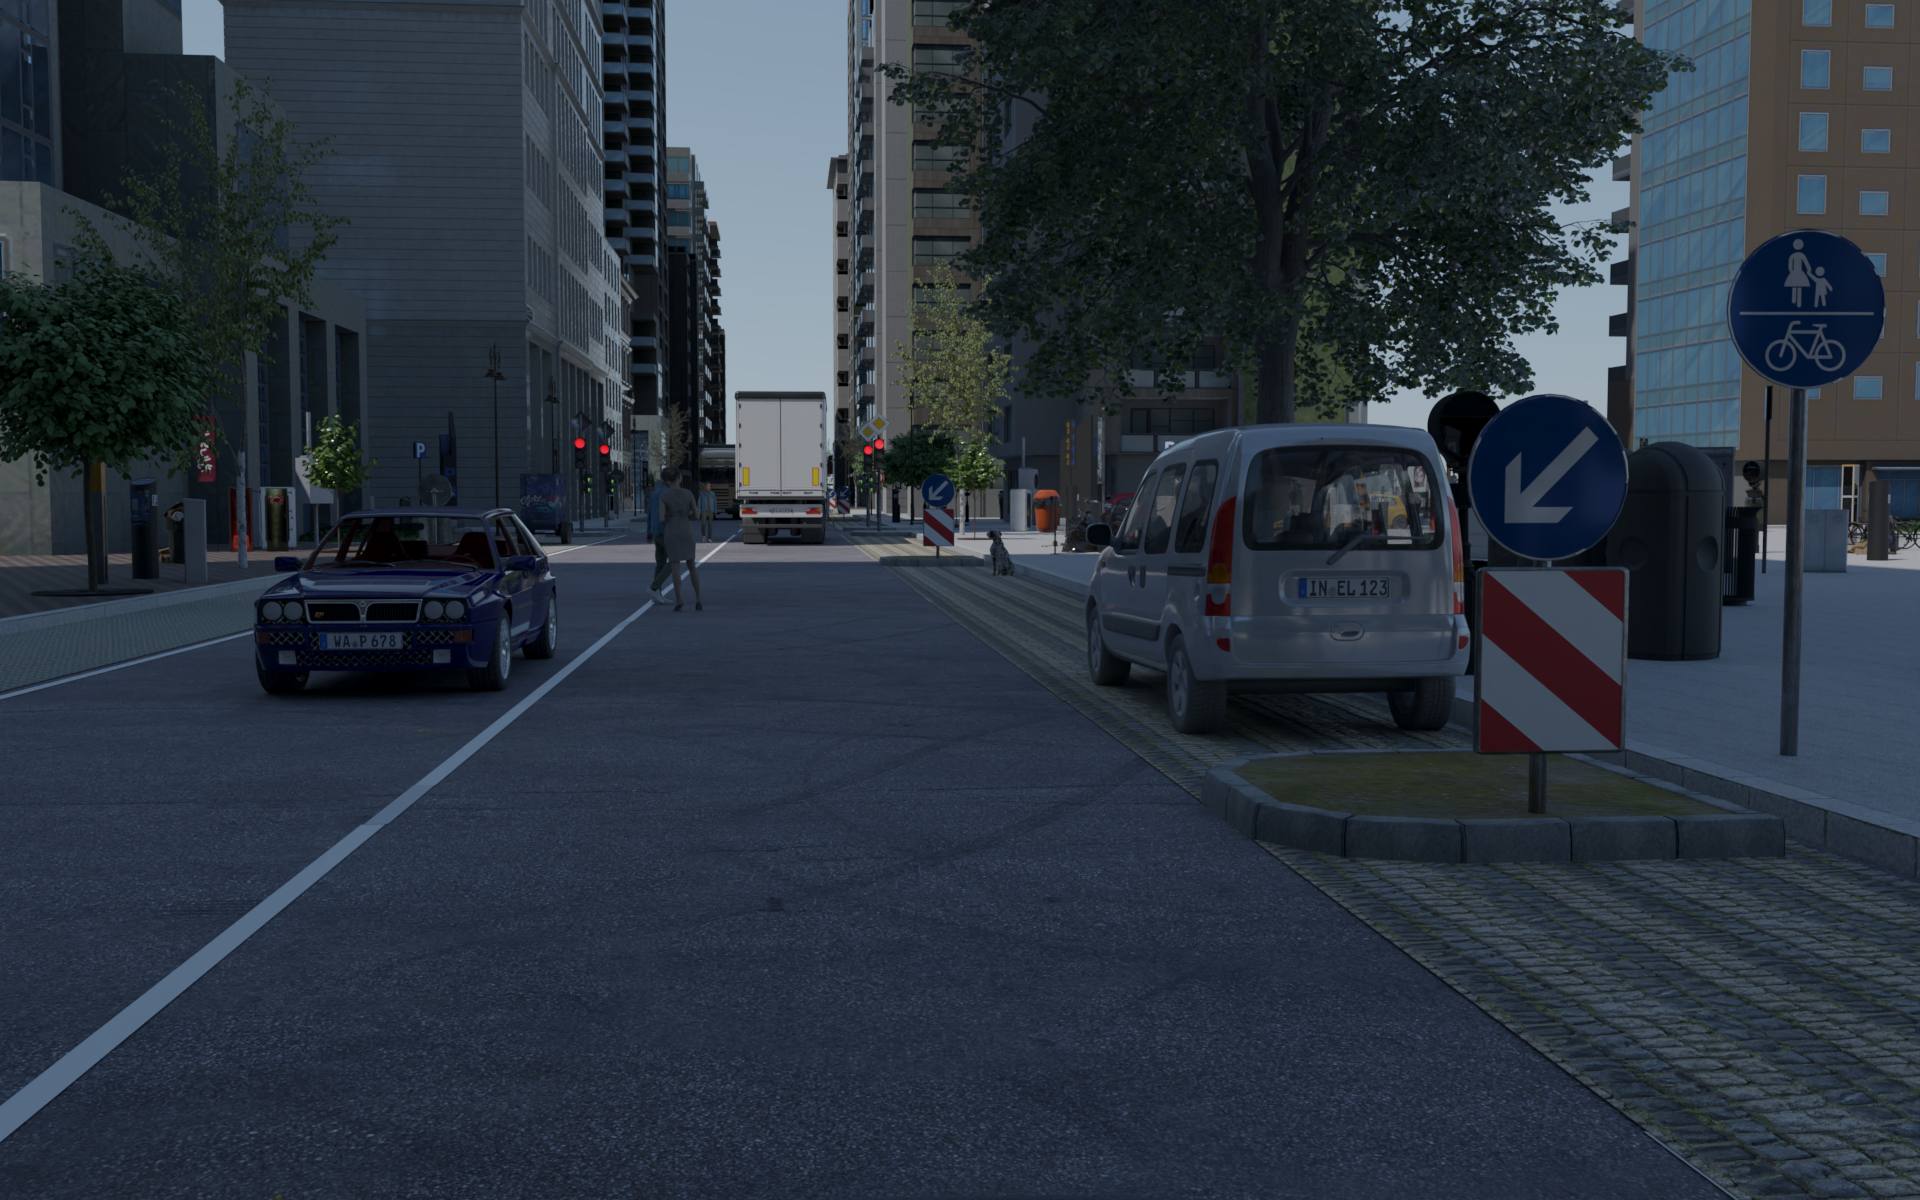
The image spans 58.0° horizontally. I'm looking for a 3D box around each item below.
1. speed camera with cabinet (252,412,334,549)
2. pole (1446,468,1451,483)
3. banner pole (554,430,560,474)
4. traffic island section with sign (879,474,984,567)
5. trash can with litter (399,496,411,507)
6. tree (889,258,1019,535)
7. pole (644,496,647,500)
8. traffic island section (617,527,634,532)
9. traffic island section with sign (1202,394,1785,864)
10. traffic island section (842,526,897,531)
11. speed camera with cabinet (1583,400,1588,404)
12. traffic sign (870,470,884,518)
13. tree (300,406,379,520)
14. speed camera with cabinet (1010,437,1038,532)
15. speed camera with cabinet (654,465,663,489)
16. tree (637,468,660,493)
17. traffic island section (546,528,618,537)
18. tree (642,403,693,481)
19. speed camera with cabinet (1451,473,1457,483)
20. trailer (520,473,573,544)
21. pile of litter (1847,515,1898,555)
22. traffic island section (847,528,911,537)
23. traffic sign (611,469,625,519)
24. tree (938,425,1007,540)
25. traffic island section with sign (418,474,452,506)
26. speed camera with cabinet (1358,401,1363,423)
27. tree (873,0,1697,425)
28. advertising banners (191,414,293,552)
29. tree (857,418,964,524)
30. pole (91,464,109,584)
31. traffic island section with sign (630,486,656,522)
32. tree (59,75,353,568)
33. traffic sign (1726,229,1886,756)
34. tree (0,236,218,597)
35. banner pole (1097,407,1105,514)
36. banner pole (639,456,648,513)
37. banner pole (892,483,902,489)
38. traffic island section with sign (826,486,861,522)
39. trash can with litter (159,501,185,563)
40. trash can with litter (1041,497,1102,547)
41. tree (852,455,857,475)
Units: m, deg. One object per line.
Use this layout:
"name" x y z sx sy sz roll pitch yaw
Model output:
"speed camera with cabinet" -15.953 -2.868 41.231 0.660 3.252 2.038 2 4 33
"pole" 21.775 -5.099 77.208 0.158 3.312 0.155 0 3 0
"banner pole" -15.896 -4.788 68.296 0.401 3.779 0.863 -3 4 -36
"traffic island section with sign" -0.611 -1.607 34.905 1.989 1.847 2.006 0 4 -6
"trash can with litter" -17.333 -2.573 53.123 1.678 1.210 2.233 1 4 15
"tree" -0.013 -6.313 53.578 4.737 8.622 4.395 0 3 0
"pole" -23.220 -8.207 128.024 0.158 3.312 0.155 0 3 0
"traffic island section" -13.595 -2.702 66.461 2.009 0.180 2.903 0 4 -6
"traffic island section with sign" 2.153 0.061 7.636 1.989 1.847 2.006 0 4 -6
"traffic island section" -3.553 -2.764 67.464 2.009 0.180 2.903 0 4 -6
"speed camera with cabinet" 12.473 -2.581 36.535 2.038 3.252 0.660 1 4 11
"traffic sign" -4.443 -5.671 92.823 0.768 2.556 0.104 0 4 2
"tree" -13.577 -2.663 38.144 1.663 3.219 1.824 0 3 0
"speed camera with cabinet" 2.225 -4.009 59.881 0.660 3.252 2.038 1 4 14
"speed camera with cabinet" -20.837 -7.660 119.581 0.660 3.252 2.038 -1 4 -10
"tree" -22.530 -8.004 125.475 1.663 3.219 1.824 0 3 0
"traffic island section" -12.794 -2.216 58.516 2.009 0.180 2.903 0 4 -6
"tree" -23.355 -11.527 138.824 4.360 8.622 3.978 0 3 0
"speed camera with cabinet" 24.640 -5.667 86.984 0.660 3.252 2.038 1 4 19
"trailer" -11.801 -2.554 48.808 1.471 1.999 3.904 0 4 -7
"pile of litter" 19.532 -1.417 37.137 1.719 0.858 1.176 -3 5 -44
"traffic island section" -2.752 -2.278 59.519 2.009 0.180 2.903 0 4 -6
"traffic sign" -17.542 -5.417 88.667 0.768 2.556 0.104 0 4 3
"tree" 0.384 -3.306 48.654 1.663 3.219 1.824 0 3 0
"traffic island section with sign" -10.328 -1.548 33.938 1.989 1.847 2.006 0 4 -6
"speed camera with cabinet" 8.421 -2.658 37.793 0.660 3.252 2.038 0 4 4
"tree" 3.881 -6.968 20.577 9.857 13.997 8.962 0 3 0
"advertising banners" -15.874 -2.573 38.259 2.074 3.025 0.090 -1 4 -12
"tree" -1.461 -5.604 75.331 4.285 4.588 4.351 0 3 0
"pole" -12.295 -1.887 24.690 0.158 3.312 0.155 0 3 0
"traffic island section with sign" -15.883 -4.918 89.038 1.989 1.847 2.006 0 4 -6
"tree" -12.744 -4.866 29.925 4.737 8.622 4.395 0 3 0
"traffic sign" 4.073 -0.509 8.435 0.768 2.556 0.104 0 4 -1
"tree" -11.228 -2.360 22.295 4.285 4.588 4.351 0 3 0
"banner pole" 4.066 -3.660 49.853 0.401 3.779 0.863 1 4 21
"banner pole" -20.972 -7.626 114.700 0.863 3.779 0.401 2 4 28
"banner pole" -4.233 -7.620 114.596 0.863 3.779 0.401 -1 4 -21
"traffic island section with sign" -6.179 -4.990 90.217 1.989 1.847 2.006 0 4 -6
"trash can with litter" -14.642 -1.269 32.136 1.055 1.170 0.624 2 4 26
"trash can with litter" 2.877 -1.934 42.682 2.233 1.210 1.678 -2 4 -27
"tree" -5.293 -7.742 110.299 4.285 4.588 4.351 0 3 0
